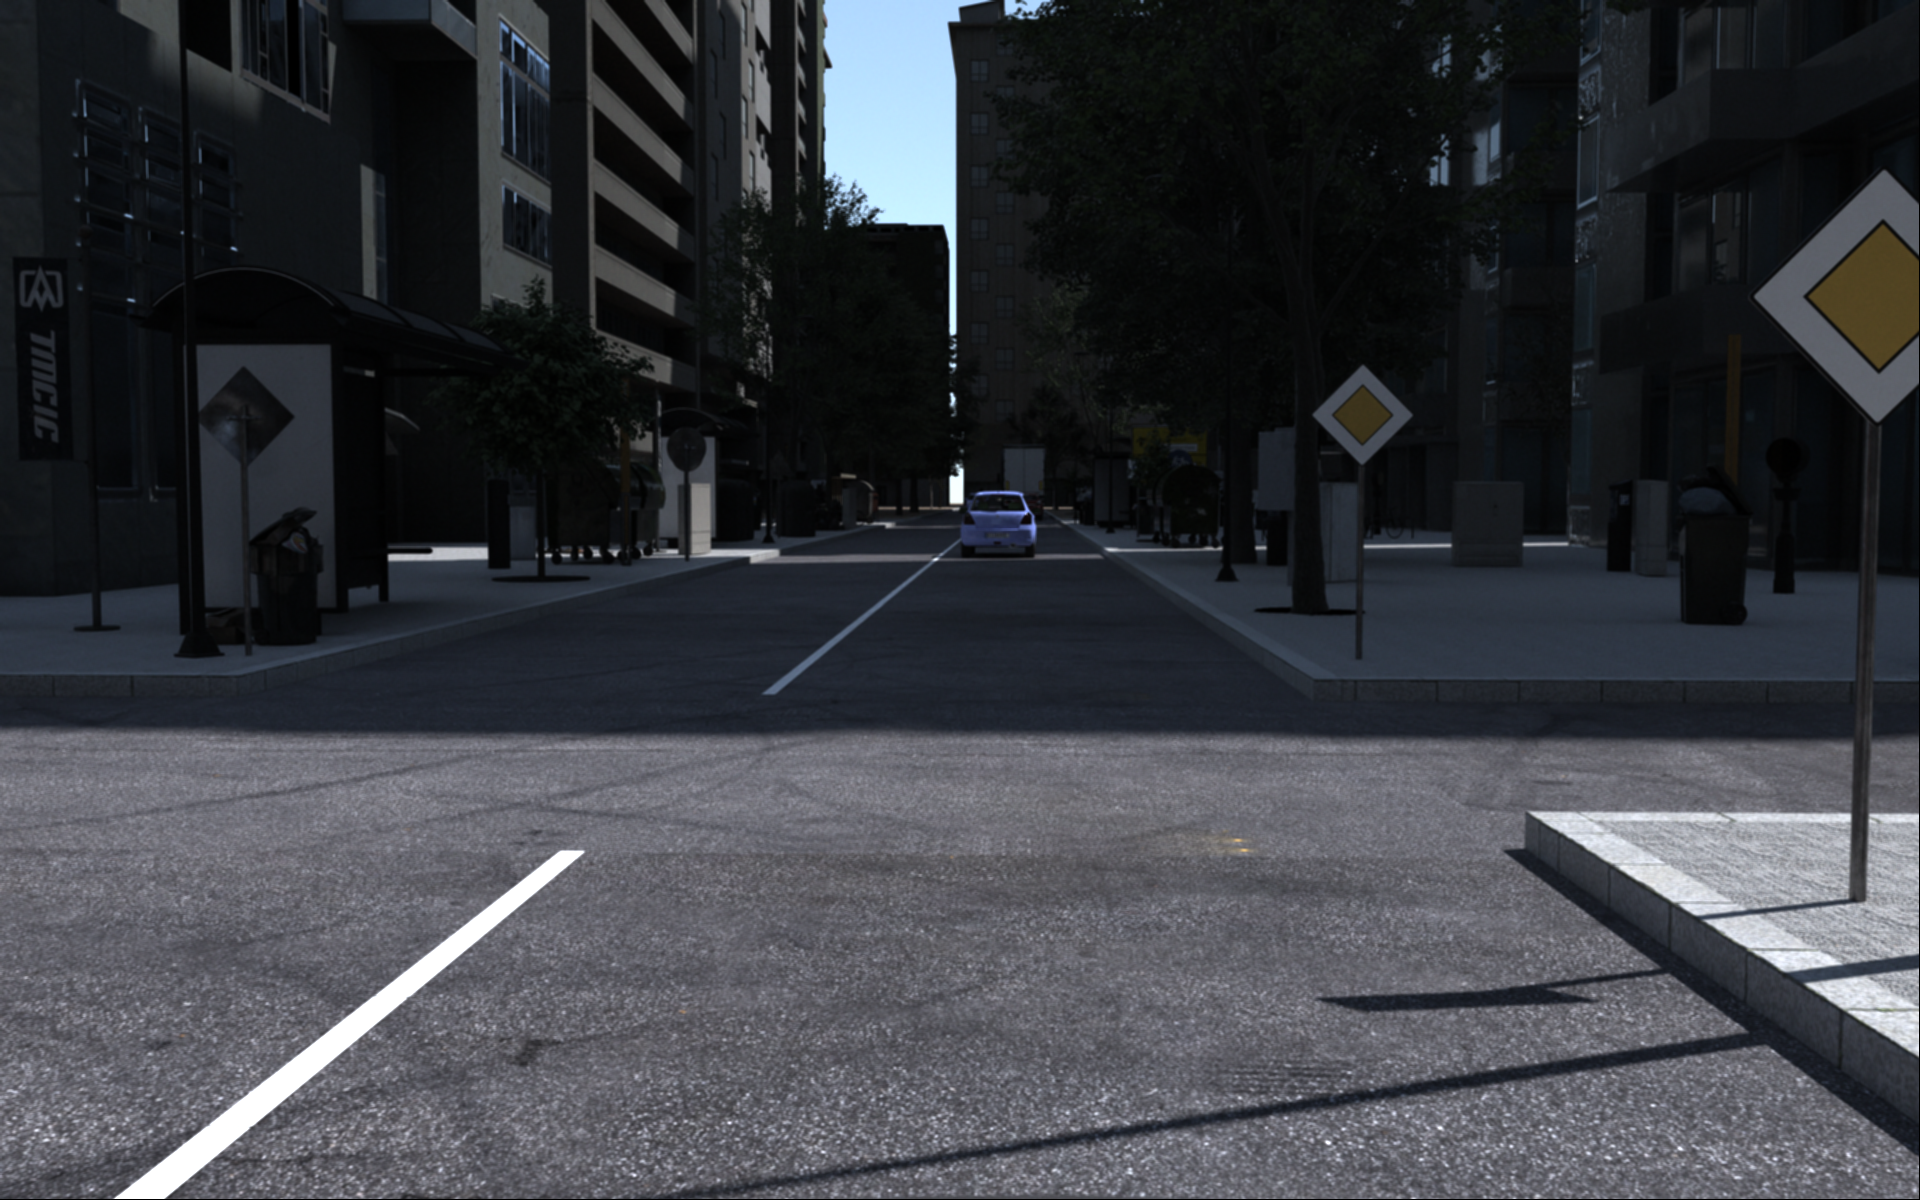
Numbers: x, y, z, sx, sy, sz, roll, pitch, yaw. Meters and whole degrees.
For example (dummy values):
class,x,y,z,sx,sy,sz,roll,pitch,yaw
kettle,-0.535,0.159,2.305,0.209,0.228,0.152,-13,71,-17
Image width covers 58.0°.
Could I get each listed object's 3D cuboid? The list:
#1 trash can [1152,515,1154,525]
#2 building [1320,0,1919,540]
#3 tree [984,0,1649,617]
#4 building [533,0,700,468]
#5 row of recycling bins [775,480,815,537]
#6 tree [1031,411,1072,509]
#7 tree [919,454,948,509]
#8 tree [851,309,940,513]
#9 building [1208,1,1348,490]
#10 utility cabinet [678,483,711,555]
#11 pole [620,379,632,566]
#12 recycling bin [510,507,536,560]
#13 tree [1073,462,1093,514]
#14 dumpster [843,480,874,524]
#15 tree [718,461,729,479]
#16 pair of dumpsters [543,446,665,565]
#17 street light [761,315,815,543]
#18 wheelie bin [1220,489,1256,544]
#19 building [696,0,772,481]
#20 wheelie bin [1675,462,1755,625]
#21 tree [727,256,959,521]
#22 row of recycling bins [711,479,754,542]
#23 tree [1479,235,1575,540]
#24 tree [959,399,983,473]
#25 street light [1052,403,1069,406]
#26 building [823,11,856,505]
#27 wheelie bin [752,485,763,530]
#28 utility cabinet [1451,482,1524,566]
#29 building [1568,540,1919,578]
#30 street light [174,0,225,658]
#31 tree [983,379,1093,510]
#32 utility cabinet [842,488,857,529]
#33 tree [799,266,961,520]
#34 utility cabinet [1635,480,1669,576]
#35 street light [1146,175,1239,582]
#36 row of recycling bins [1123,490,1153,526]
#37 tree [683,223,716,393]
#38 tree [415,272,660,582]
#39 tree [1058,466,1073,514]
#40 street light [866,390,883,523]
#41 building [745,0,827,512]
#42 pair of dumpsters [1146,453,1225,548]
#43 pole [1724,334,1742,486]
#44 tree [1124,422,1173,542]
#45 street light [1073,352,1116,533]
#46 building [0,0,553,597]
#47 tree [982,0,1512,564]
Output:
class,x,y,z,sx,sy,sz,roll,pitch,yaw
trash can,6.646,-2.943,59.771,0.748,1.137,0.748,0,3,0
building,26.706,-27.261,65.330,23.786,49.044,30.456,0,4,2
tree,3.670,-5.667,18.412,9.928,11.665,9.643,0,3,0
building,-23.222,-27.313,70.266,21.300,48.544,21.600,0,4,2
row of recycling bins,-5.085,-2.800,52.893,1.069,1.692,3.534,-1,4,-12
tree,7.903,-12.197,149.780,4.737,8.622,4.395,0,3,0
tree,-2.540,-12.233,150.371,4.360,8.622,3.978,0,3,0
tree,-3.043,-12.960,118.558,9.857,13.997,8.962,0,3,0
building,26.518,-43.105,143.024,20.563,71.187,20.611,0,4,2
utility cabinet,-5.633,-1.713,36.683,0.318,1.500,1.173,1,4,12
pole,-5.976,-2.267,30.907,0.158,3.312,0.155,0,3,0
recycling bin,-8.681,-1.302,33.842,0.722,1.027,0.722,-1,4,-17
tree,7.341,-5.908,91.201,1.663,3.219,1.824,0,3,0
dumpster,-4.357,-4.180,74.105,1.264,1.857,1.865,0,4,2
tree,-12.451,-5.667,87.257,1.663,3.219,1.824,0,3,0
pair of dumpsters,-6.871,-1.894,33.453,1.574,2.255,4.437,0,4,2
street light,-4.475,-4.441,45.149,1.470,5.913,1.316,0,4,2
wheelie bin,6.960,-2.171,43.409,0.693,1.594,0.980,-2,4,-35
building,-26.067,-31.388,102.435,28.713,52.752,27.495,0,4,2
wheelie bin,7.453,-0.566,17.166,0.693,1.594,0.980,1,4,16
tree,-5.195,-8.055,66.113,8.767,10.594,7.601,1,4,11
row of recycling bins,-6.298,-2.501,48.004,1.069,1.692,3.534,0,4,1
tree,16.904,-5.996,48.398,4.360,8.622,3.978,0,3,0
tree,-1.700,-13.685,158.155,8.767,10.594,7.601,-2,4,-30
street light,5.384,-7.090,88.460,1.470,5.913,1.316,0,4,2
building,-24.272,-30.095,146.677,28.867,44.769,22.147,0,4,2
wheelie bin,-7.390,-3.260,61.209,0.693,1.594,0.980,-3,5,-44
utility cabinet,9.321,-1.341,30.599,1.173,1.500,0.318,0,4,3
building,27.578,-25.187,31.410,30.456,49.044,23.786,0,4,2
street light,-5.480,-2.505,13.504,1.470,5.913,1.316,0,4,2
tree,7.541,-12.563,139.822,7.601,10.594,8.767,2,4,32
utility cabinet,-4.083,-3.368,63.742,0.318,1.500,1.173,1,4,8
tree,-4.753,-10.215,85.149,7.486,12.596,7.792,0,3,0
utility cabinet,10.924,-1.141,27.334,0.318,1.500,1.173,1,4,13
street light,3.391,-3.231,25.368,1.470,5.913,1.316,0,4,2
row of recycling bins,7.775,-3.947,71.642,1.069,1.692,3.534,3,4,38
tree,-5.356,-7.955,55.816,9.928,11.665,9.643,0,3,0
tree,-6.335,-2.573,25.784,4.285,4.588,4.351,0,3,0
tree,7.178,-7.014,109.284,1.663,3.219,1.824,0,3,0
street light,-3.451,-6.348,76.336,1.470,5.913,1.316,0,4,2
building,-17.327,-26.919,123.723,14.154,41.232,14.086,0,4,2
pair of dumpsters,5.568,-2.470,42.877,1.574,2.255,4.437,0,4,2
pole,9.902,-1.736,22.234,0.158,3.312,0.155,0,3,0
tree,5.368,-3.184,46.656,1.663,3.219,1.824,0,3,0
street light,4.390,-5.138,56.555,1.470,5.913,1.316,0,4,2
building,-21.942,-44.167,34.810,22.319,86.520,31.000,0,4,2
tree,5.261,-7.652,31.759,9.857,13.997,8.962,0,3,0
